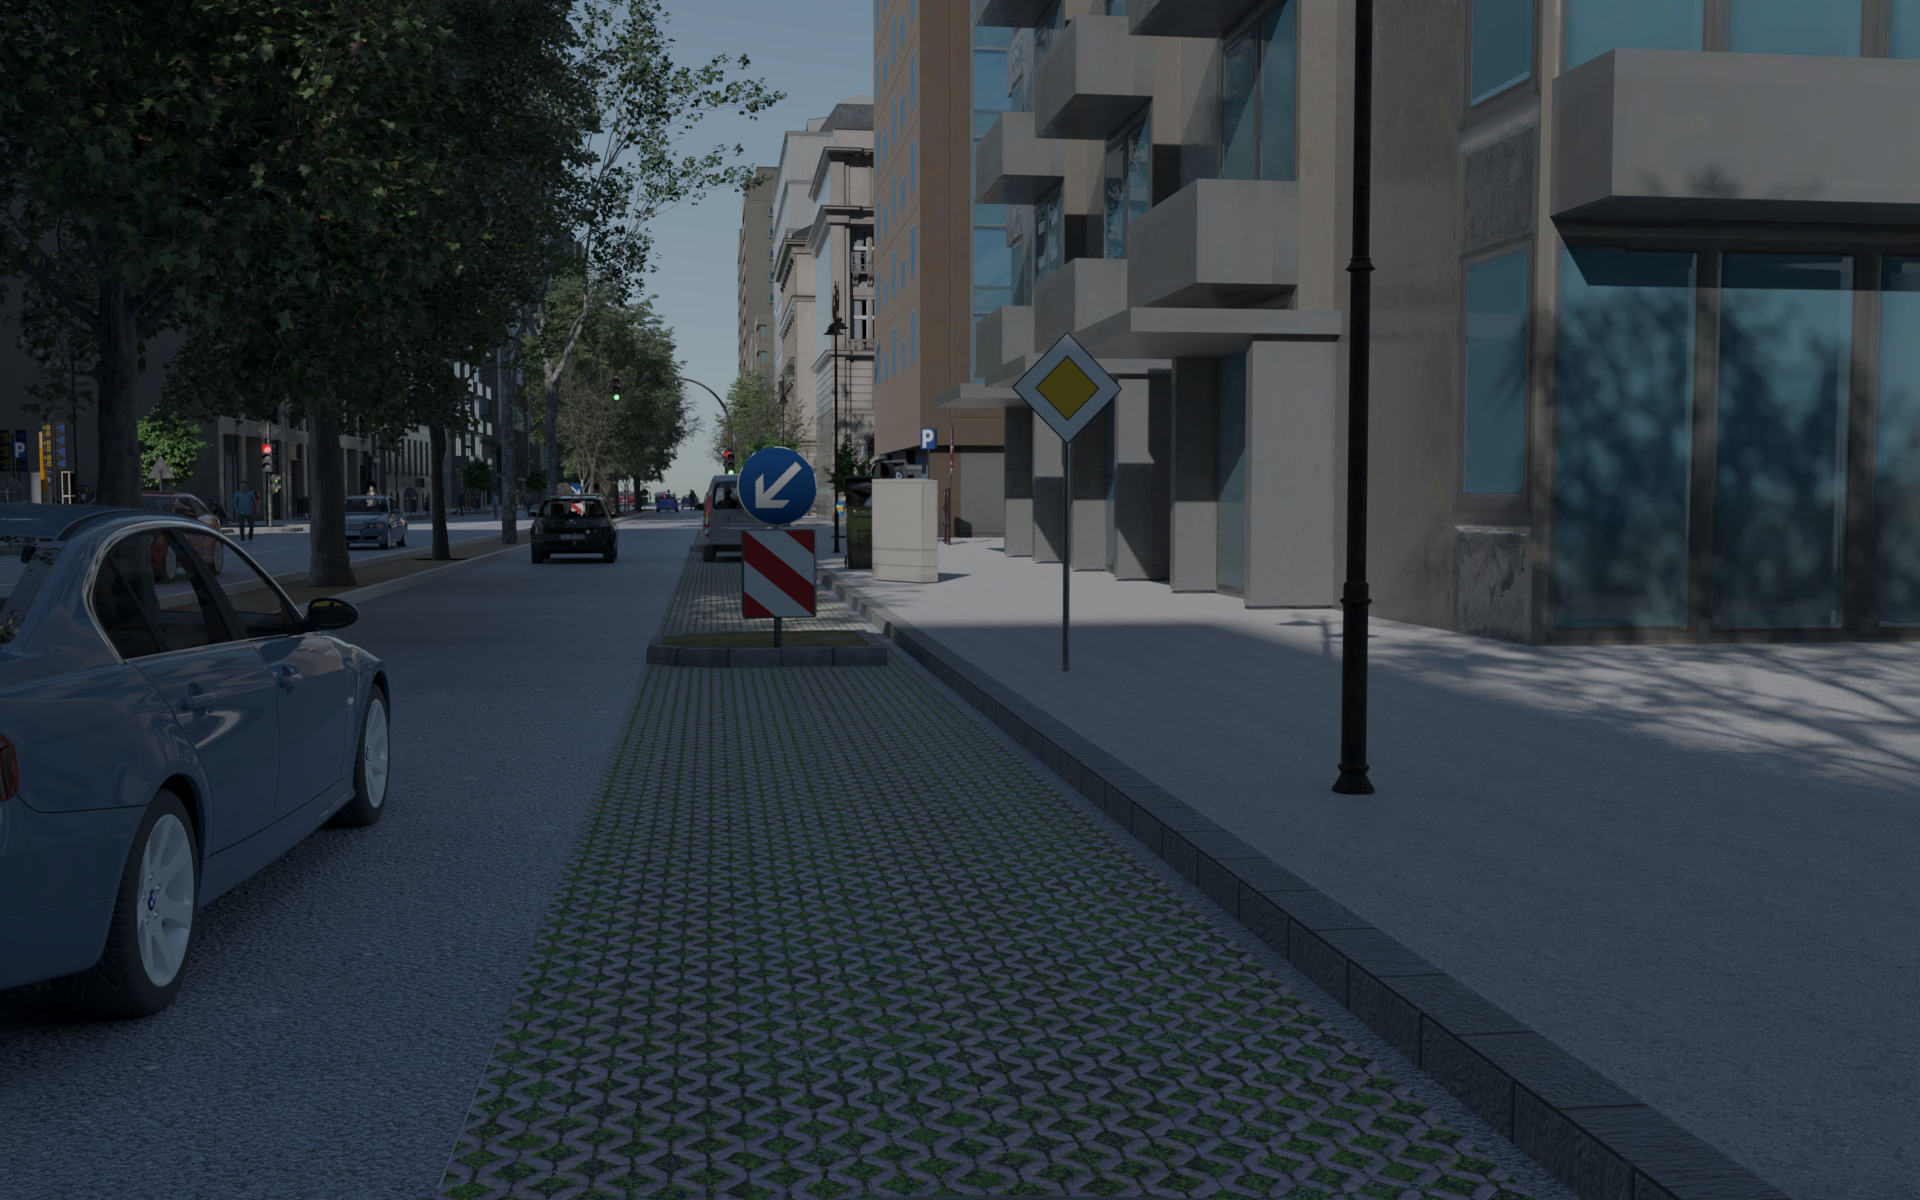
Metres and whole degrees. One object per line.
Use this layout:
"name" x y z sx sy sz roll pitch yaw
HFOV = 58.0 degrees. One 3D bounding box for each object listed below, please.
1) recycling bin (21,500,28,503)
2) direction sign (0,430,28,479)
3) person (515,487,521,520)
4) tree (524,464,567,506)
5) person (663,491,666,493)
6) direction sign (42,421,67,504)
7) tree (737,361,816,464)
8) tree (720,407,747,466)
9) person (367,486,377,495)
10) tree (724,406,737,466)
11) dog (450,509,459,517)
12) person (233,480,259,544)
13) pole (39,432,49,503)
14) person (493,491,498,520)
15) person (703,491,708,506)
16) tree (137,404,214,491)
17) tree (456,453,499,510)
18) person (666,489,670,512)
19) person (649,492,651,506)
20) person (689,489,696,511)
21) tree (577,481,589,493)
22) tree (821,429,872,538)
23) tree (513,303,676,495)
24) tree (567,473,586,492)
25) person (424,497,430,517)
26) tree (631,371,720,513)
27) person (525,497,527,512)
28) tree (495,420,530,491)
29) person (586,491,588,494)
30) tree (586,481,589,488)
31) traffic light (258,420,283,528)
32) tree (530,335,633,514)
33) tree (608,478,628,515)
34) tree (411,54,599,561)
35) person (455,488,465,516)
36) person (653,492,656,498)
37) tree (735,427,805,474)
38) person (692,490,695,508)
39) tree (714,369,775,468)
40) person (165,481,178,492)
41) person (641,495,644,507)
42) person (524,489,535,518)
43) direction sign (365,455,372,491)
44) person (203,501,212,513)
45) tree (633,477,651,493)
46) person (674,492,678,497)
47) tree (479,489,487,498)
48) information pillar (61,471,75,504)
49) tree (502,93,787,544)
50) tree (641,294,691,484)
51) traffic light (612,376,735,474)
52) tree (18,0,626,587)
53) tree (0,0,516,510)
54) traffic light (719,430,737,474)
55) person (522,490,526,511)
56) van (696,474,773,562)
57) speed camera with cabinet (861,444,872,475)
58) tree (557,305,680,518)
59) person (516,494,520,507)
"recycling bin" -39.062 -3.675 72.646 0.722 1.027 0.722 3 5 43
"direction sign" -33.302 -4.218 60.964 0.876 3.537 0.379 -1 4 -20
"person" -24.267 -5.257 94.626 0.473 1.802 0.592 -2 4 -28
"tree" -46.461 -12.709 191.507 4.285 4.588 4.351 0 3 0
"person" -29.635 -10.099 174.343 1.217 1.743 0.721 2 4 32
"direction sign" -28.247 -3.797 54.079 0.876 3.537 0.379 1 4 16
"tree" -9.983 -8.862 95.250 4.360 8.622 3.978 0 3 0
"tree" -29.848 -19.875 235.326 12.009 13.543 11.850 0 3 0
"person" -26.398 -4.225 77.860 0.520 1.790 0.573 -2 4 -27
"tree" -16.584 -11.356 136.029 4.360 8.622 3.978 0 3 0
"dog" -31.096 -5.336 106.530 0.540 0.507 0.406 -1 4 -19
"person" -20.443 -2.512 49.591 0.660 1.820 0.620 -2 4 -30
"pole" -29.959 -3.842 56.660 0.158 3.312 0.155 0 3 0
"person" -26.207 -5.345 97.694 0.330 1.601 0.589 0 4 4
"person" -8.909 -3.284 62.212 0.660 1.820 0.620 -1 4 -12
"tree" -28.878 -4.834 62.755 4.285 4.588 4.351 0 3 0
"tree" -38.681 -9.491 138.895 4.285 4.588 4.351 0 3 0
"person" -23.581 -8.050 140.134 0.555 1.821 0.388 -2 4 -34
"person" -38.156 -12.504 213.627 0.721 1.739 1.217 0 4 -5
"person" -22.393 -8.372 145.182 0.655 1.846 0.447 -1 4 -13
"tree" -57.890 -16.658 266.960 1.663 3.219 1.824 0 3 0
"tree" -3.405 -3.435 50.756 1.663 3.219 1.824 0 3 0
"tree" -17.988 -8.992 83.891 8.767 10.594 7.601 -1 4 -8
"tree" -51.276 -14.643 223.121 4.285 4.588 4.351 0 3 0
"person" -32.128 -5.573 104.280 0.373 1.253 0.362 2 4 34
"tree" -24.611 -13.437 132.524 12.009 13.543 11.850 0 3 0
"person" -35.135 -8.029 140.779 0.512 1.701 0.522 -1 4 -13
"tree" -42.111 -13.110 164.712 4.360 8.622 3.978 0 3 0
"person" -40.930 -11.060 189.886 0.990 1.755 0.434 2 4 34
"tree" -56.468 -16.648 255.908 4.285 4.588 4.351 0 3 0
"traffic light" -26.029 -4.673 65.320 0.839 4.253 0.868 -1 4 -8
"tree" -16.994 -7.654 77.962 4.360 8.622 3.978 0 3 0
"tree" -22.956 -10.123 118.331 4.737 8.622 4.395 0 3 0
"tree" -11.309 -6.658 37.078 9.928 11.665 9.643 0 3 0
"person" -32.720 -6.402 113.343 0.661 1.801 0.590 3 5 42
"person" -53.035 -17.882 301.656 1.217 1.735 0.721 -1 4 -21
"tree" -9.190 -6.166 84.526 4.285 4.588 4.351 0 3 0
"person" -28.208 -10.698 183.037 1.348 1.869 0.705 2 4 26
"tree" -18.875 -14.606 156.942 7.486 12.596 7.792 0 3 0
"person" -23.886 -2.674 52.326 0.635 1.810 0.391 -3 5 -45
"person" -36.505 -11.608 198.420 0.705 1.807 1.348 2 4 33
"person" -25.361 -5.670 101.802 0.593 1.750 0.643 1 4 22
"direction sign" -34.262 -6.630 100.403 0.379 3.537 0.876 0 4 6
"person" -20.041 -2.009 46.015 0.373 1.253 0.362 -1 4 -10
"tree" -23.575 -10.404 122.929 4.360 8.622 3.978 0 3 0
"person" -50.481 -18.203 306.127 1.348 1.823 0.705 1 4 20
"tree" -39.953 -9.158 144.331 1.663 3.219 1.824 0 3 0
"information pillar" -28.984 -3.173 56.373 0.304 2.012 0.304 1 4 13
"tree" -11.554 -11.615 48.246 12.611 20.169 13.585 0 3 0
"tree" -19.068 -11.229 92.703 9.857 13.997 8.962 0 3 0
"traffic light" -11.051 -5.668 67.332 4.771 5.953 1.251 -1 4 -8
"tree" -9.695 -7.167 26.285 9.857 13.997 8.962 0 3 0
"tree" -8.107 -5.927 16.378 9.611 12.733 9.660 0 3 0
"traffic light" -10.126 -5.306 75.673 0.839 4.253 0.868 -1 4 -8
"person" -37.711 -8.646 150.416 0.990 1.755 0.434 2 4 35
"van" -4.749 -1.875 37.675 2.013 2.044 4.112 0 4 -7
"speed camera with cabinet" -3.323 -4.549 68.714 0.660 3.252 2.038 -3 4 -37
"tree" -20.391 -11.085 101.823 7.486 12.596 7.792 0 3 0
"person" -20.279 -4.282 78.293 0.659 1.850 0.755 0 4 -6
